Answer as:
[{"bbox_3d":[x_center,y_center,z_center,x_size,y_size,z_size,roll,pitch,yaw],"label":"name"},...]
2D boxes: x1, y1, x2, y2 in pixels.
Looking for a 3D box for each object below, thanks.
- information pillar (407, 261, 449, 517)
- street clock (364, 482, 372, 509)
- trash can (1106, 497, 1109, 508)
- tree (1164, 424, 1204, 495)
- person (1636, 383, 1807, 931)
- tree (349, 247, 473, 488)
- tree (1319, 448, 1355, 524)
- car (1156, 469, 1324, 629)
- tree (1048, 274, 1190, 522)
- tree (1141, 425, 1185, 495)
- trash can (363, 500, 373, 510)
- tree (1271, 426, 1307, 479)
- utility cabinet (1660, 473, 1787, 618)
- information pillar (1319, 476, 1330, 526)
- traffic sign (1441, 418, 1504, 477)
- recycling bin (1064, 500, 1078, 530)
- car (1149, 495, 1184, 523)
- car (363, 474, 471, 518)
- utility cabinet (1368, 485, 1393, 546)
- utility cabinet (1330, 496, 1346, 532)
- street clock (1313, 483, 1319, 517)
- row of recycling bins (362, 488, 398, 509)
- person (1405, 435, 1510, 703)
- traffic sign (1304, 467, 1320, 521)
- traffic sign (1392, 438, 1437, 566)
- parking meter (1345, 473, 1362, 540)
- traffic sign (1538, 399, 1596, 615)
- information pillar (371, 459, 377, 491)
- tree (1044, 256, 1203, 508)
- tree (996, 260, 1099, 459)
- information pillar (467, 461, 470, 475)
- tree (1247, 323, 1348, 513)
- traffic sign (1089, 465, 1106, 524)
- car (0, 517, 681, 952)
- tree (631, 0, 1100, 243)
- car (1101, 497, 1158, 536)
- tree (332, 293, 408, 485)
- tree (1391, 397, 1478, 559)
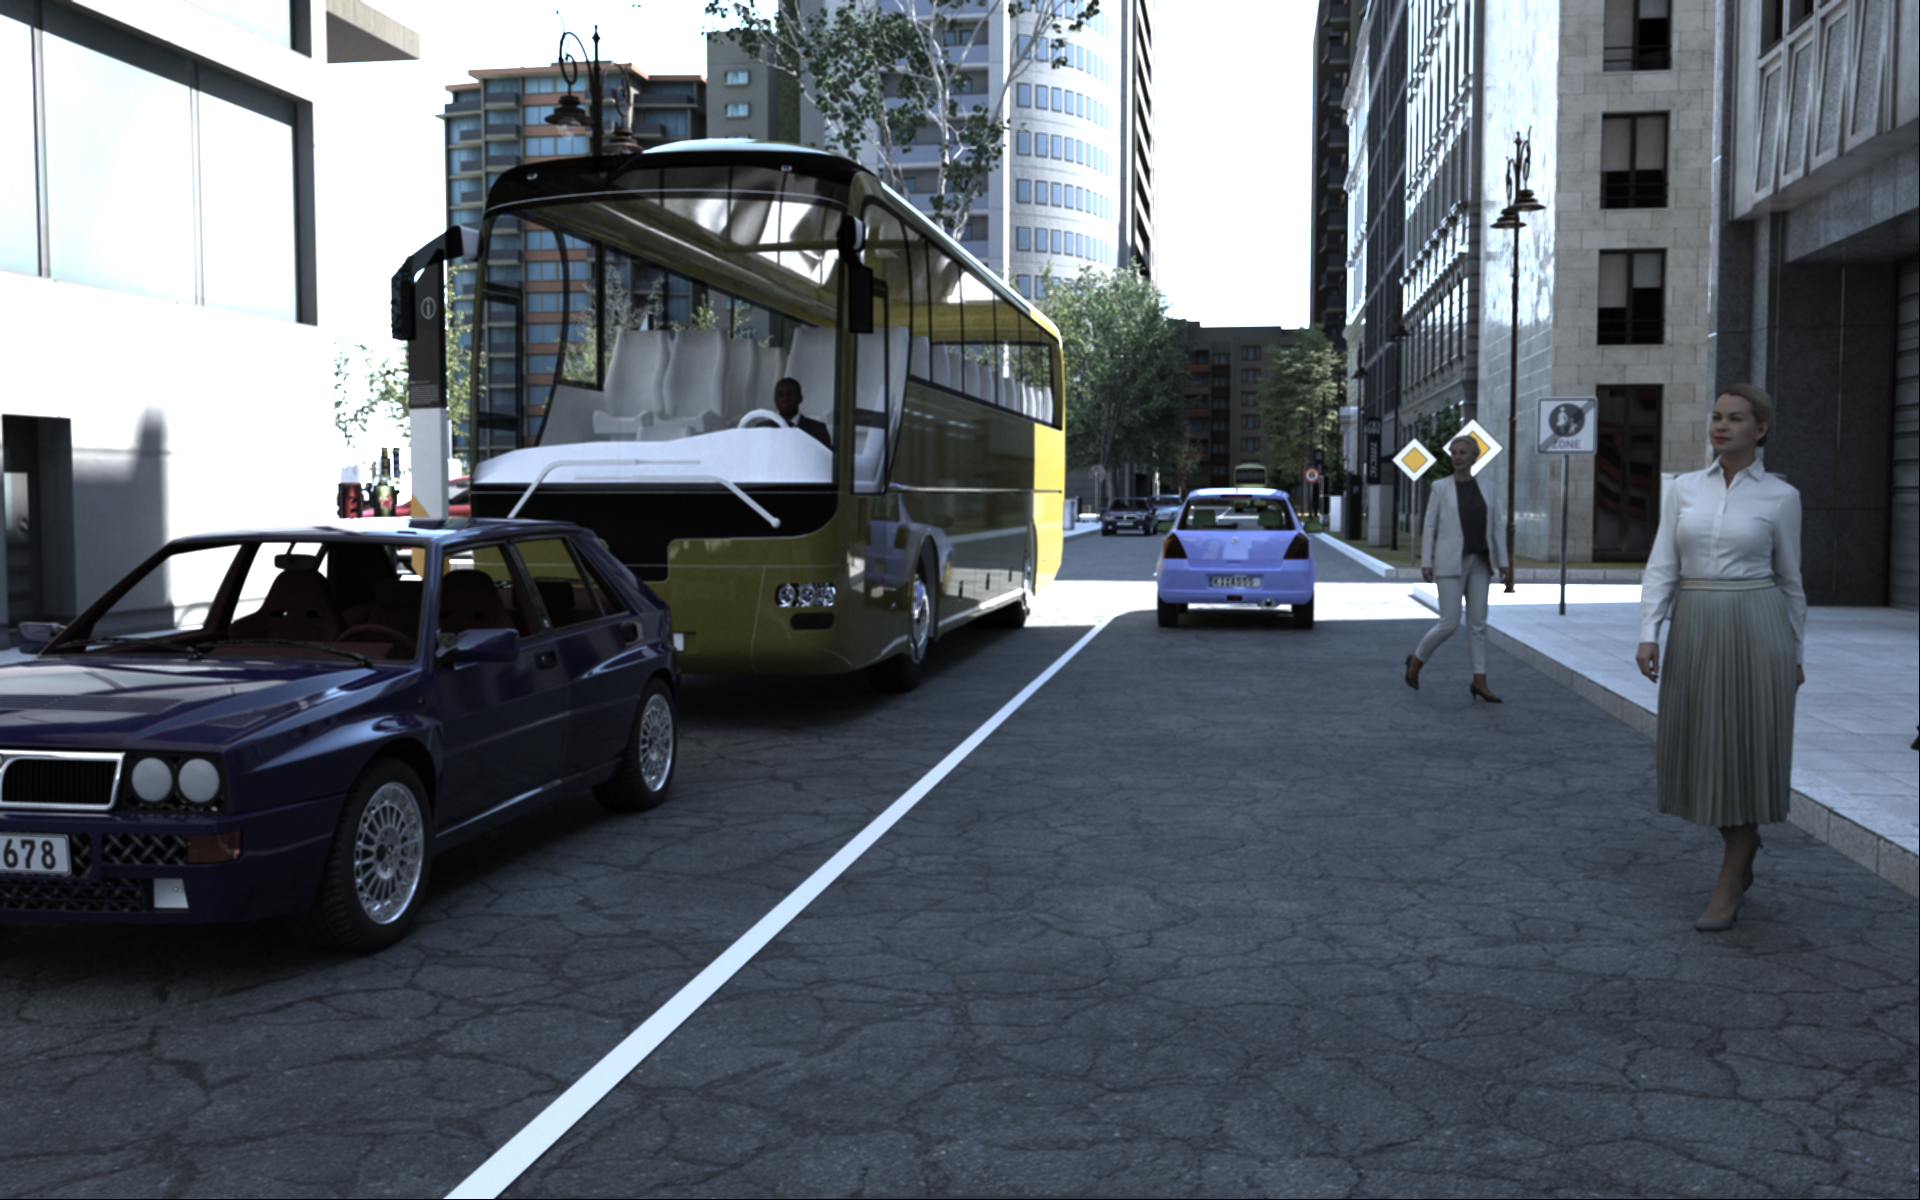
[{"bbox_3d":[-5.141,-1.555,16.781,0.504,3.616,0.183,2,4,34],"label":"information pillar"},{"bbox_3d":[-35.018,-5.993,102.559,0.471,2.002,0.358,2,4,35],"label":"street clock"},{"bbox_3d":[8.379,-5.331,98.811,0.748,1.137,0.748,0,3,0],"label":"trash can"},{"bbox_3d":[22.875,-13.936,178.209,4.360,8.622,3.978,0,3,0],"label":"tree"},{"bbox_3d":[2.614,0.175,5.872,0.641,1.798,0.478,-3,5,-43],"label":"person"},{"bbox_3d":[-15.894,-6.189,51.546,4.737,8.622,4.395,0,3,0],"label":"tree"},{"bbox_3d":[15.855,-4.824,73.477,1.663,3.219,1.824,0,3,0],"label":"tree"},{"bbox_3d":[3.191,-0.628,19.861,1.945,1.707,3.694,1,4,10],"label":"car"},{"bbox_3d":[6.868,-9.494,80.976,9.928,11.665,9.643,0,3,0],"label":"tree"},{"bbox_3d":[14.982,-11.081,131.538,4.737,8.622,4.395,0,3,0],"label":"tree"},{"bbox_3d":[-14.599,-1.853,41.948,0.748,1.137,0.748,0,3,0],"label":"trash can"},{"bbox_3d":[34.454,-14.141,181.567,4.737,8.622,4.395,0,3,0],"label":"tree"},{"bbox_3d":[7.800,-0.553,17.714,1.173,1.500,0.318,0,4,-3],"label":"utility cabinet"},{"bbox_3d":[14.721,-4.002,69.931,0.304,2.012,0.304,-1,4,-10],"label":"information pillar"},{"bbox_3d":[6.795,-1.186,23.027,0.795,2.450,0.064,1,4,9],"label":"traffic sign"},{"bbox_3d":[3.671,-3.000,61.605,0.722,1.027,0.722,1,4,14],"label":"recycling bin"},{"bbox_3d":[8.576,-3.686,72.262,2.014,1.417,4.499,1,4,10],"label":"car"},{"bbox_3d":[-8.206,-1.308,30.067,5.304,1.827,2.281,1,4,10],"label":"car"},{"bbox_3d":[10.360,-2.072,42.557,0.318,1.500,1.173,2,4,33],"label":"utility cabinet"},{"bbox_3d":[12.896,-2.917,58.861,0.306,1.237,1.020,-1,4,-9],"label":"utility cabinet"},{"bbox_3d":[20.200,-5.735,98.330,0.358,2.002,0.471,0,4,-6],"label":"street clock"},{"bbox_3d":[-37.986,-6.405,111.828,1.069,1.692,3.534,3,5,39],"label":"row of recycling bins"},{"bbox_3d":[3.487,-0.232,12.167,0.514,1.842,0.818,-2,4,-29],"label":"person"},{"bbox_3d":[16.658,-5.010,82.017,0.768,2.556,0.104,1,4,13],"label":"traffic sign"},{"bbox_3d":[8.095,-1.668,30.906,0.795,2.450,0.064,1,4,9],"label":"traffic sign"},{"bbox_3d":[11.009,-2.613,48.432,0.399,1.863,0.255,-1,4,-20],"label":"parking meter"},{"bbox_3d":[6.393,-0.990,18.318,0.606,2.300,0.079,1,4,11],"label":"traffic sign"},{"bbox_3d":[-38.736,-7.534,114.540,0.504,3.616,0.183,2,4,31],"label":"information pillar"},{"bbox_3d":[8.072,-11.331,91.911,9.857,13.997,8.962,0,3,0],"label":"tree"},{"bbox_3d":[2.090,-6.333,53.901,4.737,8.622,4.395,0,3,0],"label":"tree"},{"bbox_3d":[-31.995,-7.448,113.128,0.504,3.616,0.183,3,4,39],"label":"information pillar"},{"bbox_3d":[22.887,-12.014,114.557,7.486,12.596,7.792,0,3,0],"label":"tree"},{"bbox_3d":[5.924,-4.568,74.798,0.768,2.556,0.104,1,4,12],"label":"traffic sign"},{"bbox_3d":[-2.430,0.356,6.754,1.945,1.354,3.894,1,4,10],"label":"car"},{"bbox_3d":[-1.831,-11.364,41.696,12.611,20.169,13.585,0,3,0],"label":"tree"},{"bbox_3d":[5.953,-2.936,60.588,1.945,1.354,3.894,1,4,11],"label":"car"},{"bbox_3d":[-22.257,-6.886,62.944,4.360,8.622,3.978,0,3,0],"label":"tree"},{"bbox_3d":[9.734,-2.439,34.486,1.663,3.219,1.824,0,3,0],"label":"tree"}]
